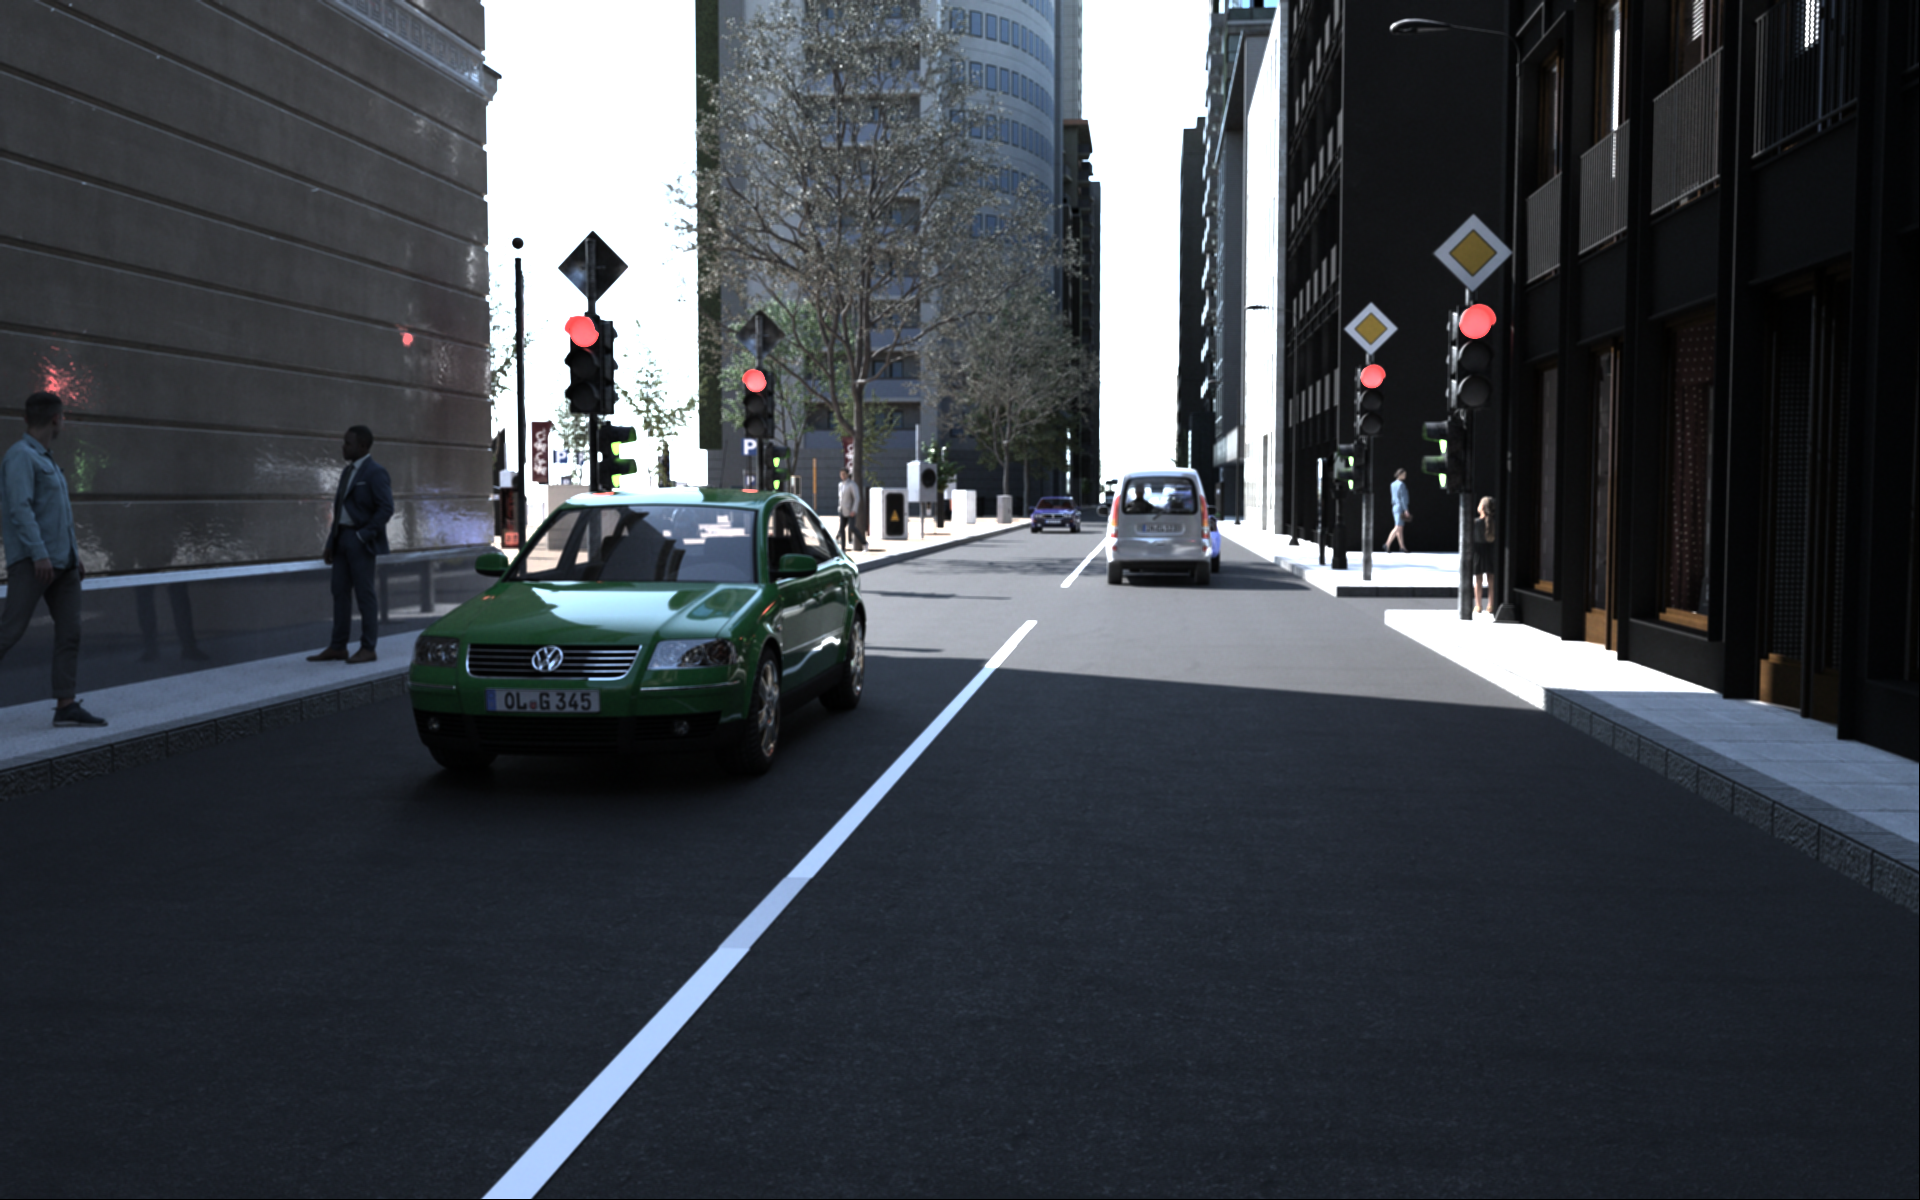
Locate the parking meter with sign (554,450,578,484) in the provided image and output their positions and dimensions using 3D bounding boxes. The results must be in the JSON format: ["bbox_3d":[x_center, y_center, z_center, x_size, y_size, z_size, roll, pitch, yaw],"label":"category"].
[{"bbox_3d":[-15.437,-4.363,67.599,0.543,3.016,1.738,-1,4,-21],"label":"parking meter with sign"}]

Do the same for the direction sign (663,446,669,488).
[{"bbox_3d":[-13.266,-5.277,78.284,0.379,3.537,0.876,0,4,6],"label":"direction sign"}]

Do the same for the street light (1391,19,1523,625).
[{"bbox_3d":[4.918,-2.724,17.079,1.470,5.913,1.316,0,4,6],"label":"street light"}]

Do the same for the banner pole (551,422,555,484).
[{"bbox_3d":[-14.420,-4.316,60.583,0.863,3.779,0.401,1,4,18],"label":"banner pole"}]

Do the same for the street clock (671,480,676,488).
[{"bbox_3d":[-14.606,-5.112,88.145,0.471,2.002,0.358,3,4,38],"label":"street clock"}]

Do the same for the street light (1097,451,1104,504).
[{"bbox_3d":[14.424,-12.997,185.033,1.470,5.913,1.316,0,4,6],"label":"street light"}]

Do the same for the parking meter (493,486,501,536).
[{"bbox_3d":[-14.039,-2.708,52.694,0.372,1.533,0.369,0,3,0],"label":"parking meter"}]

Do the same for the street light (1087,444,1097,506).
[{"bbox_3d":[11.588,-11.444,159.654,1.470,5.913,1.316,0,4,6],"label":"street light"}]

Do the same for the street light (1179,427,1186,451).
[{"bbox_3d":[16.030,-8.995,119.606,1.470,5.913,1.316,0,4,6],"label":"street light"}]

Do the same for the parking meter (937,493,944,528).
[{"bbox_3d":[-0.739,-3.643,65.269,0.255,1.863,0.399,0,4,6],"label":"parking meter"}]

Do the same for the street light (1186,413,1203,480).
[{"bbox_3d":[13.883,-7.750,99.252,1.470,5.913,1.316,0,4,6],"label":"street light"}]

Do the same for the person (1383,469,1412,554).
[{"bbox_3d":[9.384,-1.902,37.168,0.654,1.822,0.581,0,4,1],"label":"person"}]

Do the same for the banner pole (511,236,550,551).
[{"bbox_3d":[-4.332,-1.661,17.169,0.401,3.779,0.863,-1,4,-9],"label":"banner pole"}]

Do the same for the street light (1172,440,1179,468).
[{"bbox_3d":[19.127,-10.727,147.935,1.470,5.913,1.316,0,4,6],"label":"street light"}]

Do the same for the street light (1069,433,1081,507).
[{"bbox_3d":[8.499,-9.712,131.324,1.470,5.913,1.316,0,4,6],"label":"street light"}]

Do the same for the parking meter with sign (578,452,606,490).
[{"bbox_3d":[-15.059,-4.642,72.157,1.738,3.016,0.543,1,4,16],"label":"parking meter with sign"}]

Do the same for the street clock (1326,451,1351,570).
[{"bbox_3d":[6.469,-1.523,29.466,0.358,2.002,0.471,-2,4,-30],"label":"street clock"}]

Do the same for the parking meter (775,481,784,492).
[{"bbox_3d":[-5.200,-2.681,49.539,0.255,1.863,0.399,-1,4,-19],"label":"parking meter"}]

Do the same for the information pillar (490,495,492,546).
[{"bbox_3d":[-9.850,-1.902,35.592,0.304,2.012,0.304,1,4,23],"label":"information pillar"}]

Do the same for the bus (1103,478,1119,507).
[{"bbox_3d":[17.968,-12.313,196.177,2.948,3.499,13.247,0,4,8],"label":"bus"}]

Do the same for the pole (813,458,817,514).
[{"bbox_3d":[-8.290,-6.429,98.954,0.158,3.312,0.155,0,3,0],"label":"pole"}]

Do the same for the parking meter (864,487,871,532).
[{"bbox_3d":[-3.118,-3.120,59.424,0.372,1.533,0.369,0,3,0],"label":"parking meter"}]

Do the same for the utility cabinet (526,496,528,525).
[{"bbox_3d":[-18.356,-3.686,71.423,1.020,1.237,0.306,-2,4,-26],"label":"utility cabinet"}]

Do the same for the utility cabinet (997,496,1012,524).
[{"bbox_3d":[1.927,-3.869,74.417,0.306,1.237,1.020,2,4,25],"label":"utility cabinet"}]

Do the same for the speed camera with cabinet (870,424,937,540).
[{"bbox_3d":[-1.574,-3.321,48.635,2.038,3.252,0.660,-3,5,-42],"label":"speed camera with cabinet"}]

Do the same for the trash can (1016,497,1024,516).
[{"bbox_3d":[3.559,-5.382,99.653,0.748,1.137,0.748,0,3,0],"label":"trash can"}]

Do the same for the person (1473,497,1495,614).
[{"bbox_3d":[5.604,-0.482,18.591,0.362,1.253,0.373,0,4,4],"label":"person"}]

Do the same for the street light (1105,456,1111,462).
[{"bbox_3d":[17.478,-14.738,213.506,1.470,5.913,1.316,0,4,6],"label":"street light"}]

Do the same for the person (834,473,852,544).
[{"bbox_3d":[-2.901,-2.325,44.075,0.620,1.820,0.660,-2,4,-32],"label":"person"}]

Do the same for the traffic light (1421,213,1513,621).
[{"bbox_3d":[5.120,-1.747,17.490,0.839,4.253,0.868,0,4,6],"label":"traffic light"}]

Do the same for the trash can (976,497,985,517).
[{"bbox_3d":[1.083,-5.309,98.460,0.748,1.137,0.748,0,3,0],"label":"trash can"}]

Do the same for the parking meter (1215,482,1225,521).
[{"bbox_3d":[12.297,-4.666,81.993,0.255,1.863,0.399,-3,5,-41],"label":"parking meter"}]

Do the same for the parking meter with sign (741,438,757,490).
[{"bbox_3d":[-6.588,-3.585,54.873,0.543,3.016,1.738,0,4,-3],"label":"parking meter with sign"}]

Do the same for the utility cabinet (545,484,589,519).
[{"bbox_3d":[-8.816,-1.879,39.402,1.173,1.500,0.318,-2,4,-24],"label":"utility cabinet"}]

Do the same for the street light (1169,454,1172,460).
[{"bbox_3d":[22.255,-12.460,176.261,1.470,5.913,1.316,0,4,6],"label":"street light"}]

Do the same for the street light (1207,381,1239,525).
[{"bbox_3d":[10.841,-6.017,70.917,1.470,5.913,1.316,0,4,6],"label":"street light"}]

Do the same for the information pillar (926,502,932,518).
[{"bbox_3d":[-1.699,-5.511,94.603,0.304,2.012,0.304,0,4,2],"label":"information pillar"}]

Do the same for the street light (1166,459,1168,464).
[{"bbox_3d":[24.965,-13.966,200.887,1.470,5.913,1.316,0,4,6],"label":"street light"}]

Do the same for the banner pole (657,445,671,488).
[{"bbox_3d":[-14.971,-5.954,87.370,0.863,3.779,0.401,1,4,11],"label":"banner pole"}]

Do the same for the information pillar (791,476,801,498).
[{"bbox_3d":[-6.756,-4.090,71.357,0.304,2.012,0.304,-2,4,-32],"label":"information pillar"}]

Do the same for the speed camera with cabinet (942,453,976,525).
[{"bbox_3d":[-0.138,-4.854,73.693,0.660,3.252,2.038,-3,4,-38],"label":"speed camera with cabinet"}]

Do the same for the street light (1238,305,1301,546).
[{"bbox_3d":[7.698,-4.285,42.593,1.470,5.913,1.316,0,4,6],"label":"street light"}]

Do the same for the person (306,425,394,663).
[{"bbox_3d":[-4.620,-0.429,13.244,0.721,1.800,0.419,2,4,31],"label":"person"}]

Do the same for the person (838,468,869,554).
[{"bbox_3d":[-2.345,-1.908,37.083,0.795,1.843,0.661,-3,5,-39],"label":"person"}]

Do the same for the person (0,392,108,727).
[{"bbox_3d":[-5.095,-0.220,9.501,0.748,1.841,0.638,0,4,3],"label":"person"}]

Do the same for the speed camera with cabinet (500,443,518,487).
[{"bbox_3d":[-17.611,-4.400,66.276,0.660,3.252,2.038,1,4,22],"label":"speed camera with cabinet"}]
